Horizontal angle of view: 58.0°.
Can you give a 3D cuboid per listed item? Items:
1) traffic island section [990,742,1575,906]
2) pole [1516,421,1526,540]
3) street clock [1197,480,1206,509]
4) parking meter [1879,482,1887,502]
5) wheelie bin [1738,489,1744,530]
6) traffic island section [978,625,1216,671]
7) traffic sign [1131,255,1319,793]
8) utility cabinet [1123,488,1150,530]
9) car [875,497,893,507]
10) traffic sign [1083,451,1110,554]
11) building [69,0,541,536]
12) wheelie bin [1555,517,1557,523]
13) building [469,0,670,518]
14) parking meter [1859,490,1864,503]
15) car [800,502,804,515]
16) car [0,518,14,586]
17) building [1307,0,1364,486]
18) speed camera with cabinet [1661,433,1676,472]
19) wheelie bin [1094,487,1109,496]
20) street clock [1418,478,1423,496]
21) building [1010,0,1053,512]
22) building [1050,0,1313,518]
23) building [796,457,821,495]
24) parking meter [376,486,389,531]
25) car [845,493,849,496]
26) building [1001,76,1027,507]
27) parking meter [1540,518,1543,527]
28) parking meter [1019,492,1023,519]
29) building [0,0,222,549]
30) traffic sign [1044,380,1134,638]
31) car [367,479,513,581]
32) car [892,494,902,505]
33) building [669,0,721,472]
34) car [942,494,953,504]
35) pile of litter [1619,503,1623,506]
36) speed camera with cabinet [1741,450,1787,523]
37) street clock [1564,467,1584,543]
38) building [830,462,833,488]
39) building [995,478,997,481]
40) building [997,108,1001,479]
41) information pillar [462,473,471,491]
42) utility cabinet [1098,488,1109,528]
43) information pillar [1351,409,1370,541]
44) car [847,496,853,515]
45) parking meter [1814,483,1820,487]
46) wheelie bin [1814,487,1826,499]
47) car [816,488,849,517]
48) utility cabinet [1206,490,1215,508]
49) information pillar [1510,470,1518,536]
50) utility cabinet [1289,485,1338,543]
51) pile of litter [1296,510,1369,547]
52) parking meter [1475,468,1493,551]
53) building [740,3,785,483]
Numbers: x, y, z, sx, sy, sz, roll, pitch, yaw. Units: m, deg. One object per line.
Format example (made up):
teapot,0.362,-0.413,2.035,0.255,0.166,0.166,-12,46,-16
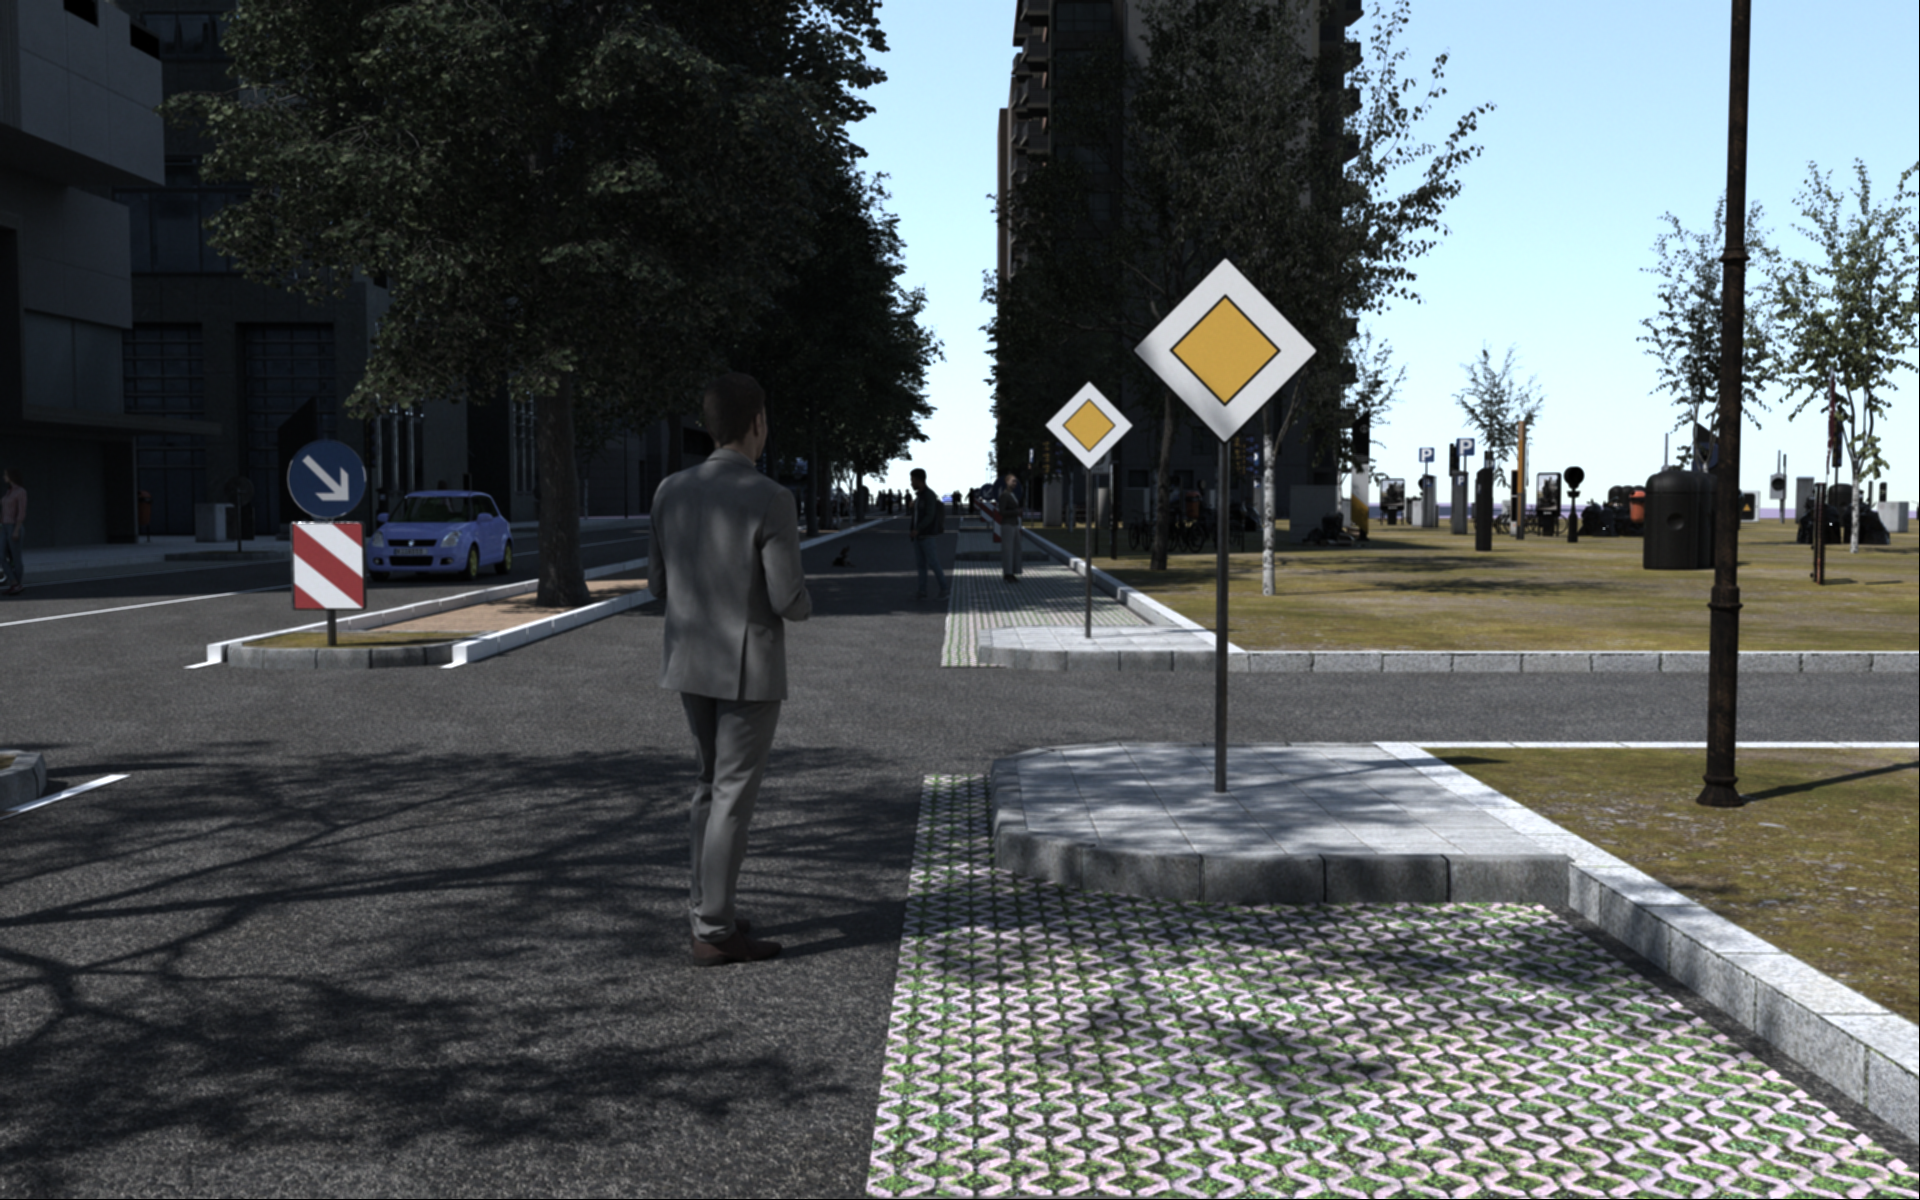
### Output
traffic island section,1.143,0.906,7.472,2.009,0.180,2.903,0,4,0
pole,15.737,-3.347,48.563,0.158,3.312,0.155,0,3,0
street clock,12.196,-5.071,87.480,0.358,2.002,0.471,3,5,43
parking meter,45.682,-4.895,85.744,0.255,1.863,0.399,3,4,39
wheelie bin,27.468,-3.290,61.692,0.980,1.594,0.693,-1,4,-13
traffic island section,1.163,0.417,15.457,2.009,0.180,2.903,0,4,0
traffic sign,1.120,-0.229,7.395,0.795,2.450,0.064,0,4,0
utility cabinet,6.304,-3.261,62.002,0.318,1.500,1.173,-2,4,-34
car,-8.522,-11.222,193.707,2.015,1.641,3.980,0,4,0
traffic sign,2.898,-2.116,36.723,0.606,2.300,0.079,0,4,5
building,-29.138,-46.065,65.836,22.319,86.520,31.000,0,4,0
wheelie bin,25.541,-4.113,75.152,0.980,1.594,0.693,3,5,43
building,-30.422,-34.372,103.976,21.231,58.520,28.212,0,4,0
parking meter,44.146,-4.685,85.005,0.372,1.533,0.369,0,3,0
car,-11.729,-6.517,118.916,2.083,1.381,4.827,0,4,-1
car,-15.685,-1.012,25.348,1.959,1.807,4.718,0,3,0
building,15.478,-28.564,121.640,22.147,44.769,28.867,0,4,0
speed camera with cabinet,22.762,-3.723,55.208,0.660,3.252,2.038,1,4,17
wheelie bin,6.141,-3.979,72.957,0.980,1.594,0.693,1,4,19
street clock,20.460,-4.397,76.461,0.471,2.002,0.358,1,4,14
building,15.628,-30.326,150.453,22.147,44.769,28.867,0,4,0
building,12.138,-20.113,100.556,14.160,30.474,14.107,0,4,0
building,-32.121,-23.009,221.240,27.650,21.520,28.899,0,4,0
parking meter,-17.532,-2.701,52.571,0.372,1.533,0.369,0,3,0
car,-12.860,-11.278,193.988,1.945,1.707,3.694,0,4,-1
building,12.083,-32.578,182.768,14.600,45.320,14.200,0,4,0
parking meter,22.452,-3.732,66.727,0.255,1.863,0.399,0,4,2
parking meter,3.090,-4.979,89.813,0.372,1.533,0.369,0,3,0
building,-32.449,-26.939,29.697,28.713,52.752,27.495,0,4,0
traffic sign,1.140,-0.718,15.380,0.795,2.450,0.064,0,4,0
car,-8.881,-1.229,29.691,1.945,1.707,3.694,0,4,-1
car,-8.338,-12.846,221.824,2.131,1.459,4.920,0,4,-1
building,-29.994,-30.946,129.672,21.300,48.544,21.600,0,4,0
car,-1.556,-13.751,234.422,1.945,1.707,3.694,0,4,1
pile of litter,30.623,-4.065,80.428,1.719,0.858,1.176,2,4,32
speed camera with cabinet,35.835,-5.083,77.446,2.038,3.252,0.660,2,4,25
street clock,16.197,-2.518,45.734,0.471,2.002,0.358,-1,4,-12
building,-25.452,-34.158,242.073,14.154,41.232,14.086,0,4,0
building,16.533,-36.726,220.073,23.786,49.044,30.456,0,4,0
building,11.234,-33.462,197.209,14.600,45.320,14.200,0,4,0
information pillar,-17.423,-3.469,61.209,0.304,2.012,0.304,-1,4,-13
utility cabinet,5.484,-3.441,64.933,0.318,1.500,1.173,-2,4,-24
information pillar,11.006,-3.438,47.560,0.504,3.616,0.183,0,4,5
car,-8.111,-6.362,116.017,2.014,1.417,4.499,0,4,0
parking meter,43.920,-5.081,88.793,0.399,1.863,0.255,-3,5,-40
wheelie bin,40.869,-4.571,82.641,0.693,1.594,0.980,-3,4,-38
car,-8.282,-6.262,111.058,2.281,1.827,5.304,0,4,1
utility cabinet,13.037,-4.878,88.429,1.173,1.500,0.318,-3,5,-39
information pillar,16.875,-2.932,52.423,0.304,2.012,0.304,-3,5,-41
utility cabinet,9.044,-2.177,44.265,1.173,1.500,0.318,1,4,23
pile of litter,9.189,-1.754,42.640,1.719,0.858,1.176,1,4,22
parking meter,11.790,-2.034,38.960,0.255,1.863,0.399,0,4,-4
building,-29.462,-53.584,188.764,22.319,86.520,31.000,0,4,0
